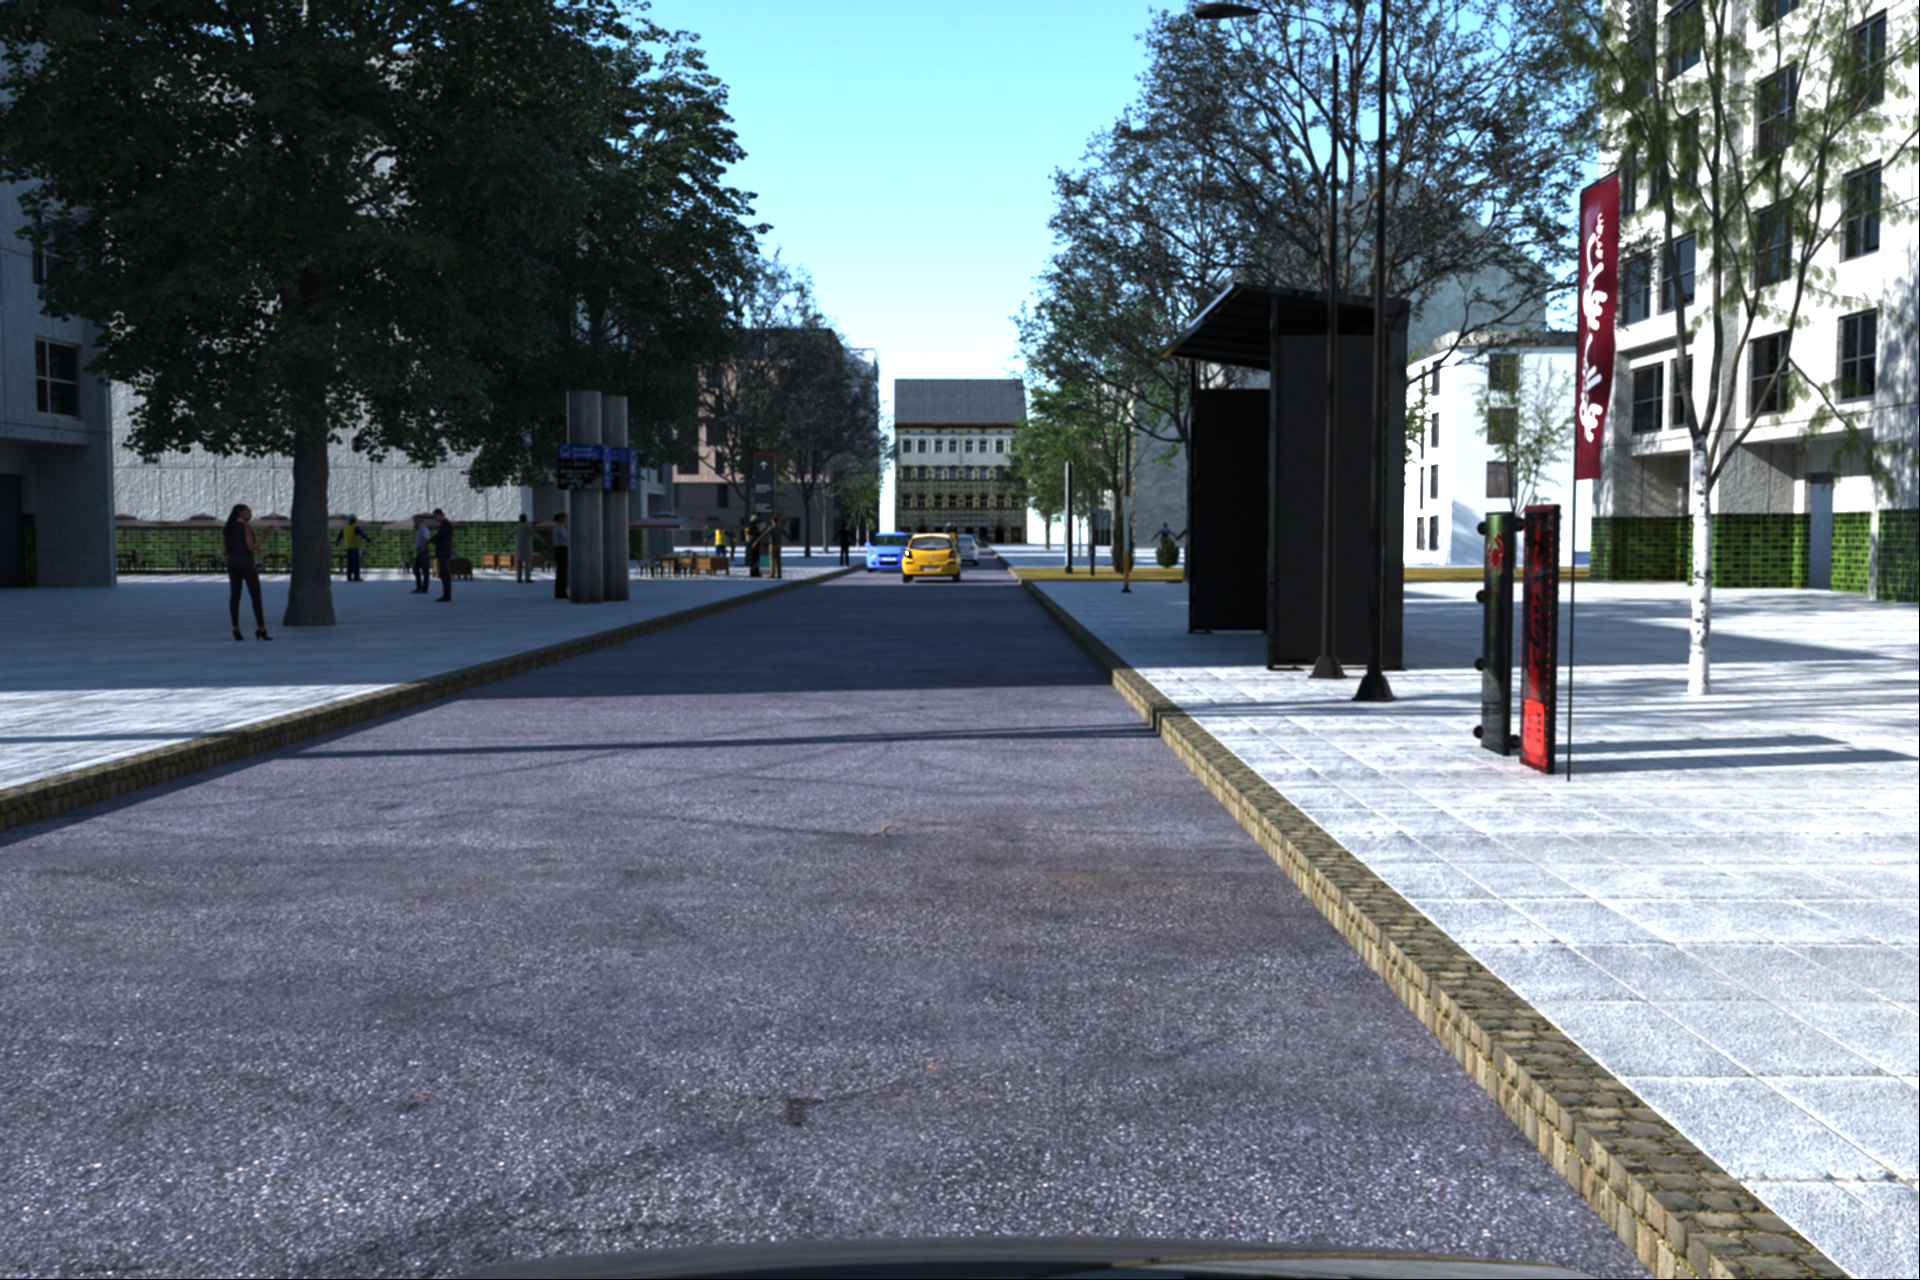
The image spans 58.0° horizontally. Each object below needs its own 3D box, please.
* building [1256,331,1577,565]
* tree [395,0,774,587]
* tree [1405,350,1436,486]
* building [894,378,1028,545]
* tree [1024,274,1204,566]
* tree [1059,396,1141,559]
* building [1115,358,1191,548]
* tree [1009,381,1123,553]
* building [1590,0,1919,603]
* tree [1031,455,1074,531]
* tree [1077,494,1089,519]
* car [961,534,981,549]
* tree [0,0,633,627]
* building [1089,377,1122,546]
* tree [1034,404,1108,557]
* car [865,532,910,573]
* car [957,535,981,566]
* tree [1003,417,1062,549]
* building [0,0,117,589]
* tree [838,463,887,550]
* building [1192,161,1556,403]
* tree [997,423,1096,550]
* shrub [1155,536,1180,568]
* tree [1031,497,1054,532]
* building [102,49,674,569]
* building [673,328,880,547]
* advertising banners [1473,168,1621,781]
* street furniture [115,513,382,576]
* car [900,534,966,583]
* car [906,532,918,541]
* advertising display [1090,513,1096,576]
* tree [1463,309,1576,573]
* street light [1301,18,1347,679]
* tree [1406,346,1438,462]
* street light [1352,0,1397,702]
[{"bbox_3d":[21.353,-8.791,85.877,9.099,9.664,28.070,0,4,1],"label":"building"},{"bbox_3d":[-9.431,-8.271,41.889,9.857,13.997,8.962,0,3,0],"label":"tree"},{"bbox_3d":[16.254,-7.076,66.063,4.737,8.622,4.395,0,3,0],"label":"tree"},{"bbox_3d":[-0.148,-25.068,243.238,18.063,23.208,19.493,0,4,-2],"label":"building"},{"bbox_3d":[6.277,-8.798,69.599,9.928,11.665,9.643,0,3,0],"label":"tree"},{"bbox_3d":[6.499,-8.425,88.108,4.360,8.622,3.978,0,3,0],"label":"tree"},{"bbox_3d":[25.460,-20.674,168.945,19.493,23.208,18.063,0,4,1],"label":"building"},{"bbox_3d":[7.086,-12.009,114.467,7.486,12.596,7.792,0,3,0],"label":"tree"},{"bbox_3d":[26.149,-10.183,32.956,16.747,18.905,31.486,0,4,1],"label":"building"},{"bbox_3d":[7.655,-10.521,122.384,4.360,8.622,3.978,0,3,0],"label":"tree"},{"bbox_3d":[19.067,-18.519,237.196,7.601,10.594,8.767,1,4,10],"label":"tree"},{"bbox_3d":[0.644,-7.520,134.959,2.014,1.417,4.499,0,4,1],"label":"car"},{"bbox_3d":[-9.201,-7.179,24.037,9.857,13.997,8.962,0,3,0],"label":"tree"},{"bbox_3d":[24.087,-20.081,194.781,16.747,18.905,31.486,0,3,0],"label":"building"},{"bbox_3d":[6.878,-8.925,96.285,4.360,8.622,3.978,0,3,0],"label":"tree"},{"bbox_3d":[-2.593,-3.414,65.404,1.945,1.707,3.694,0,4,1],"label":"car"},{"bbox_3d":[-0.059,-4.120,79.724,2.083,1.381,4.827,0,4,1],"label":"car"},{"bbox_3d":[7.630,-13.850,152.200,9.928,11.665,9.643,0,3,0],"label":"tree"},{"bbox_3d":[-29.023,-9.753,25.916,16.747,18.905,31.486,0,4,1],"label":"building"},{"bbox_3d":[-8.247,-11.444,137.479,4.360,8.622,3.978,0,3,0],"label":"tree"},{"bbox_3d":[25.478,-17.161,111.505,19.493,23.208,18.063,0,4,1],"label":"building"},{"bbox_3d":[7.130,-12.576,140.035,8.767,10.594,7.601,0,4,1],"label":"tree"},{"bbox_3d":[7.833,-3.321,65.416,1.383,1.207,1.383,0,3,0],"label":"shrub"},{"bbox_3d":[11.883,-17.631,238.623,4.737,8.622,4.395,0,3,0],"label":"tree"},{"bbox_3d":[-24.365,-13.020,79.340,16.747,18.905,31.486,0,4,1],"label":"building"},{"bbox_3d":[-23.333,-21.054,188.203,27.936,21.610,32.646,0,4,0],"label":"building"},{"bbox_3d":[3.155,-0.808,9.406,0.090,3.025,2.074,0,4,0],"label":"advertising banners"},{"bbox_3d":[-33.402,-3.033,54.622,27.439,1.986,14.083,1,4,13],"label":"street furniture"},{"bbox_3d":[-0.834,-2.571,52.255,2.015,1.641,3.980,0,4,1],"label":"car"},{"bbox_3d":[-2.546,-4.598,84.215,2.155,1.783,4.494,0,3,0],"label":"car"},{"bbox_3d":[4.069,-2.935,53.207,0.123,1.923,0.974,0,4,1],"label":"advertising display"},{"bbox_3d":[18.222,-6.530,57.131,4.360,8.622,3.978,0,3,0],"label":"tree"},{"bbox_3d":[3.825,-2.613,15.269,1.470,5.913,1.316,0,4,1],"label":"street light"},{"bbox_3d":[12.794,-6.409,55.142,4.737,8.622,4.395,0,3,0],"label":"tree"},{"bbox_3d":[3.742,-2.486,13.192,1.470,5.913,1.316,0,4,0],"label":"street light"}]
